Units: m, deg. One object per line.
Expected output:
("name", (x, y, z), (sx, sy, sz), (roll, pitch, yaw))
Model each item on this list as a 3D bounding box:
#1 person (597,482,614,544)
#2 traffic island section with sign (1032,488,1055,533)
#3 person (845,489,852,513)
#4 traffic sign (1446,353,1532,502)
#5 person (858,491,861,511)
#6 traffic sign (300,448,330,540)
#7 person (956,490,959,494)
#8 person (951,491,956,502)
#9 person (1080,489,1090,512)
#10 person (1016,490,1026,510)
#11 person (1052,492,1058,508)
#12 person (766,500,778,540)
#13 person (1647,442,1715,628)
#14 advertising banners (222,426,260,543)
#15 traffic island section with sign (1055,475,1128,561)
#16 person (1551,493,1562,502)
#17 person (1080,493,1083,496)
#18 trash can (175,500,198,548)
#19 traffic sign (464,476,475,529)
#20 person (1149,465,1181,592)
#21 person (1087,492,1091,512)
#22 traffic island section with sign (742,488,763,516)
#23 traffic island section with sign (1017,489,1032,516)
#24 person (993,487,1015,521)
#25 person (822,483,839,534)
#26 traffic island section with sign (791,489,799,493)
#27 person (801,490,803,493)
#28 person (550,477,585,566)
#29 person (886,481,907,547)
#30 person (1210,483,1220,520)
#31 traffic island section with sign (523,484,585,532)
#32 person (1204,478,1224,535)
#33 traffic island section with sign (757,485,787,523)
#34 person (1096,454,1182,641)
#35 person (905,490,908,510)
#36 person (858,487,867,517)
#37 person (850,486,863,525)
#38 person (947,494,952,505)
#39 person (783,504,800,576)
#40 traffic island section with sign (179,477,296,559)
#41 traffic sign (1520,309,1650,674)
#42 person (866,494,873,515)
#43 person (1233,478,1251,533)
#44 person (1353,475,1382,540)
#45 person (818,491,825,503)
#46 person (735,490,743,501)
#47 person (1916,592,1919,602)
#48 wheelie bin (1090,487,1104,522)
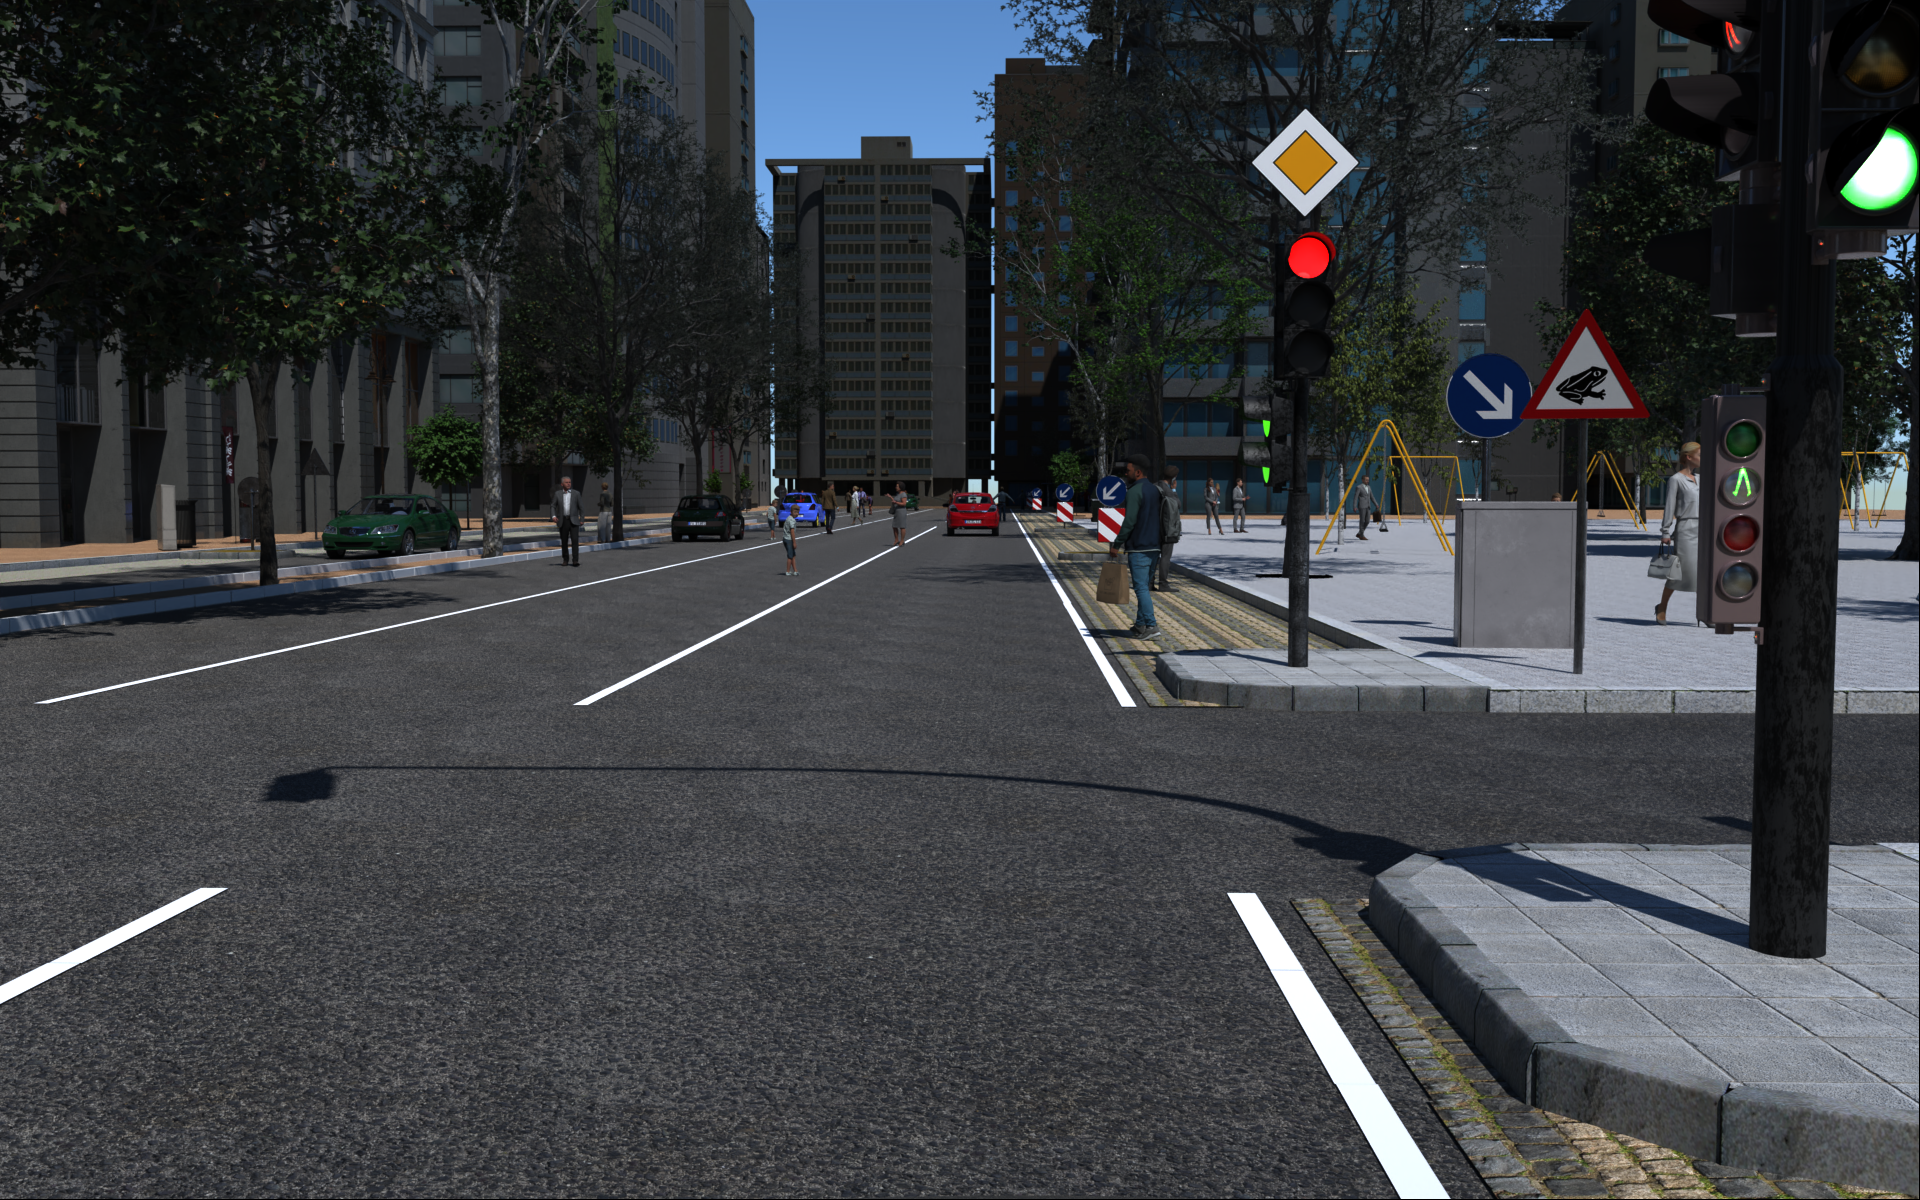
("person", (-9.833, -2.376, 47.896), (0.362, 1.759, 0.519), (2, 4, 33))
("traffic island section with sign", (3.781, -3.430, 64.703), (1.989, 1.847, 2.006), (0, 4, 1))
("person", (-8.445, -7.549, 131.937), (0.705, 1.823, 1.348), (-3, 4, -37))
("traffic sign", (4.795, -0.959, 15.789), (0.768, 2.556, 0.104), (0, 4, 4))
("person", (-8.766, -8.646, 150.799), (0.756, 1.711, 0.436), (-1, 4, -20))
("traffic sign", (-18.157, -2.983, 48.774), (0.884, 2.594, 0.081), (0, 4, 8))
("person", (-0.194, -7.028, 124.080), (0.551, 1.740, 0.621), (-2, 4, -24))
("person", (-0.306, -5.920, 106.765), (0.593, 1.643, 0.415), (3, 5, 44))
("person", (9.102, -7.302, 125.370), (0.705, 1.831, 1.348), (2, 4, 32))
("person", (5.335, -8.570, 148.694), (0.705, 1.814, 1.350), (3, 5, 40))
("person", (8.658, -9.023, 154.102), (0.750, 1.759, 0.617), (-2, 4, -25))
("person", (-5.854, -2.499, 54.044), (0.352, 1.250, 0.332), (-1, 4, -13))
("person", (7.042, -0.632, 16.734), (0.694, 1.780, 0.624), (-1, 4, -13))
("advertising banners", (-18.738, -3.008, 45.376), (0.090, 3.025, 2.074), (0, 4, 7))
("traffic island section with sign", (3.149, -1.782, 37.756), (1.989, 1.847, 2.006), (0, 4, 1))
("person", (10.223, -1.195, 29.837), (0.306, 1.304, 0.590), (0, 4, -3))
("person", (10.353, -8.475, 145.136), (0.750, 1.759, 0.617), (0, 4, 4))
("trash can", (-18.439, -1.797, 41.034), (0.748, 1.137, 0.748), (0, 3, 0))
("traffic sign", (-18.176, -3.905, 63.947), (0.768, 2.556, 0.104), (0, 4, 3))
("person", (2.991, -1.039, 25.293), (0.447, 1.846, 0.655), (-2, 4, -31))
("person", (9.293, -7.004, 123.787), (0.599, 1.433, 0.991), (0, 4, 8))
("traffic island section with sign", (-14.222, -6.535, 115.472), (1.989, 1.847, 2.006), (0, 4, 1))
("traffic island section with sign", (4.972, -6.482, 114.607), (1.989, 1.847, 2.006), (0, 4, 1))
("person", (2.198, -5.017, 90.612), (1.350, 1.814, 0.705), (0, 4, -5))
("person", (-4.632, -3.273, 61.919), (0.656, 1.842, 0.836), (0, 4, -1))
("traffic island section with sign", (-13.585, -8.183, 142.420), (1.989, 1.847, 2.006), (0, 4, 1))
("person", (-13.001, -8.254, 143.989), (0.750, 1.759, 0.617), (2, 4, 29))
("person", (-7.748, -1.551, 34.263), (0.661, 1.777, 0.834), (-1, 4, -19))
("person", (-1.760, -2.349, 47.265), (0.532, 1.782, 0.716), (-2, 4, -30))
("person", (12.809, -4.951, 86.968), (0.580, 1.828, 0.573), (-1, 4, -21))
("traffic island section with sign", (-15.415, -3.513, 66.058), (1.989, 1.847, 2.006), (0, 4, 1))
("person", (8.000, -2.952, 54.584), (0.520, 1.790, 0.573), (-3, 5, -45))
("traffic island section with sign", (-9.197, -4.884, 87.982), (2.006, 1.907, 1.989), (0, 4, 1))
("person", (1.740, -0.519, 16.977), (0.794, 1.824, 0.713), (-2, 4, -31))
("person", (-5.016, -9.245, 159.744), (0.705, 1.812, 1.348), (-3, 5, -39))
("person", (-6.090, -5.998, 106.434), (0.709, 1.838, 0.599), (1, 4, 9))
("person", (-4.759, -4.344, 79.751), (0.641, 1.798, 0.478), (0, 4, 4))
("person", (-0.798, -7.690, 137.499), (0.557, 1.426, 1.065), (-1, 4, -19))
("person", (-2.951, -1.054, 30.410), (0.352, 1.250, 0.332), (1, 4, 20))
("traffic island section with sign", (-16.061, -1.844, 38.776), (1.989, 1.847, 2.006), (0, 4, 1))
("traffic sign", (4.408, -0.751, 12.282), (0.884, 2.594, 0.081), (0, 4, 6))
("person", (-6.246, -6.572, 119.179), (0.421, 1.427, 0.697), (2, 4, 35))
("person", (9.316, -3.129, 57.401), (0.583, 1.804, 0.606), (2, 4, 28))
("person", (11.275, -2.570, 48.190), (0.709, 1.813, 0.853), (-2, 4, -35))
("person", (-12.061, -8.814, 153.122), (1.217, 1.766, 0.721), (-3, 5, -39))
("person", (-13.899, -6.098, 109.021), (0.721, 1.723, 1.217), (1, 4, 12))
("person", (11.189, -0.825, 19.553), (0.620, 1.820, 0.660), (0, 4, 0))
("wheelie bin", (6.381, -4.356, 79.126), (0.980, 1.594, 0.693), (3, 5, 43))
